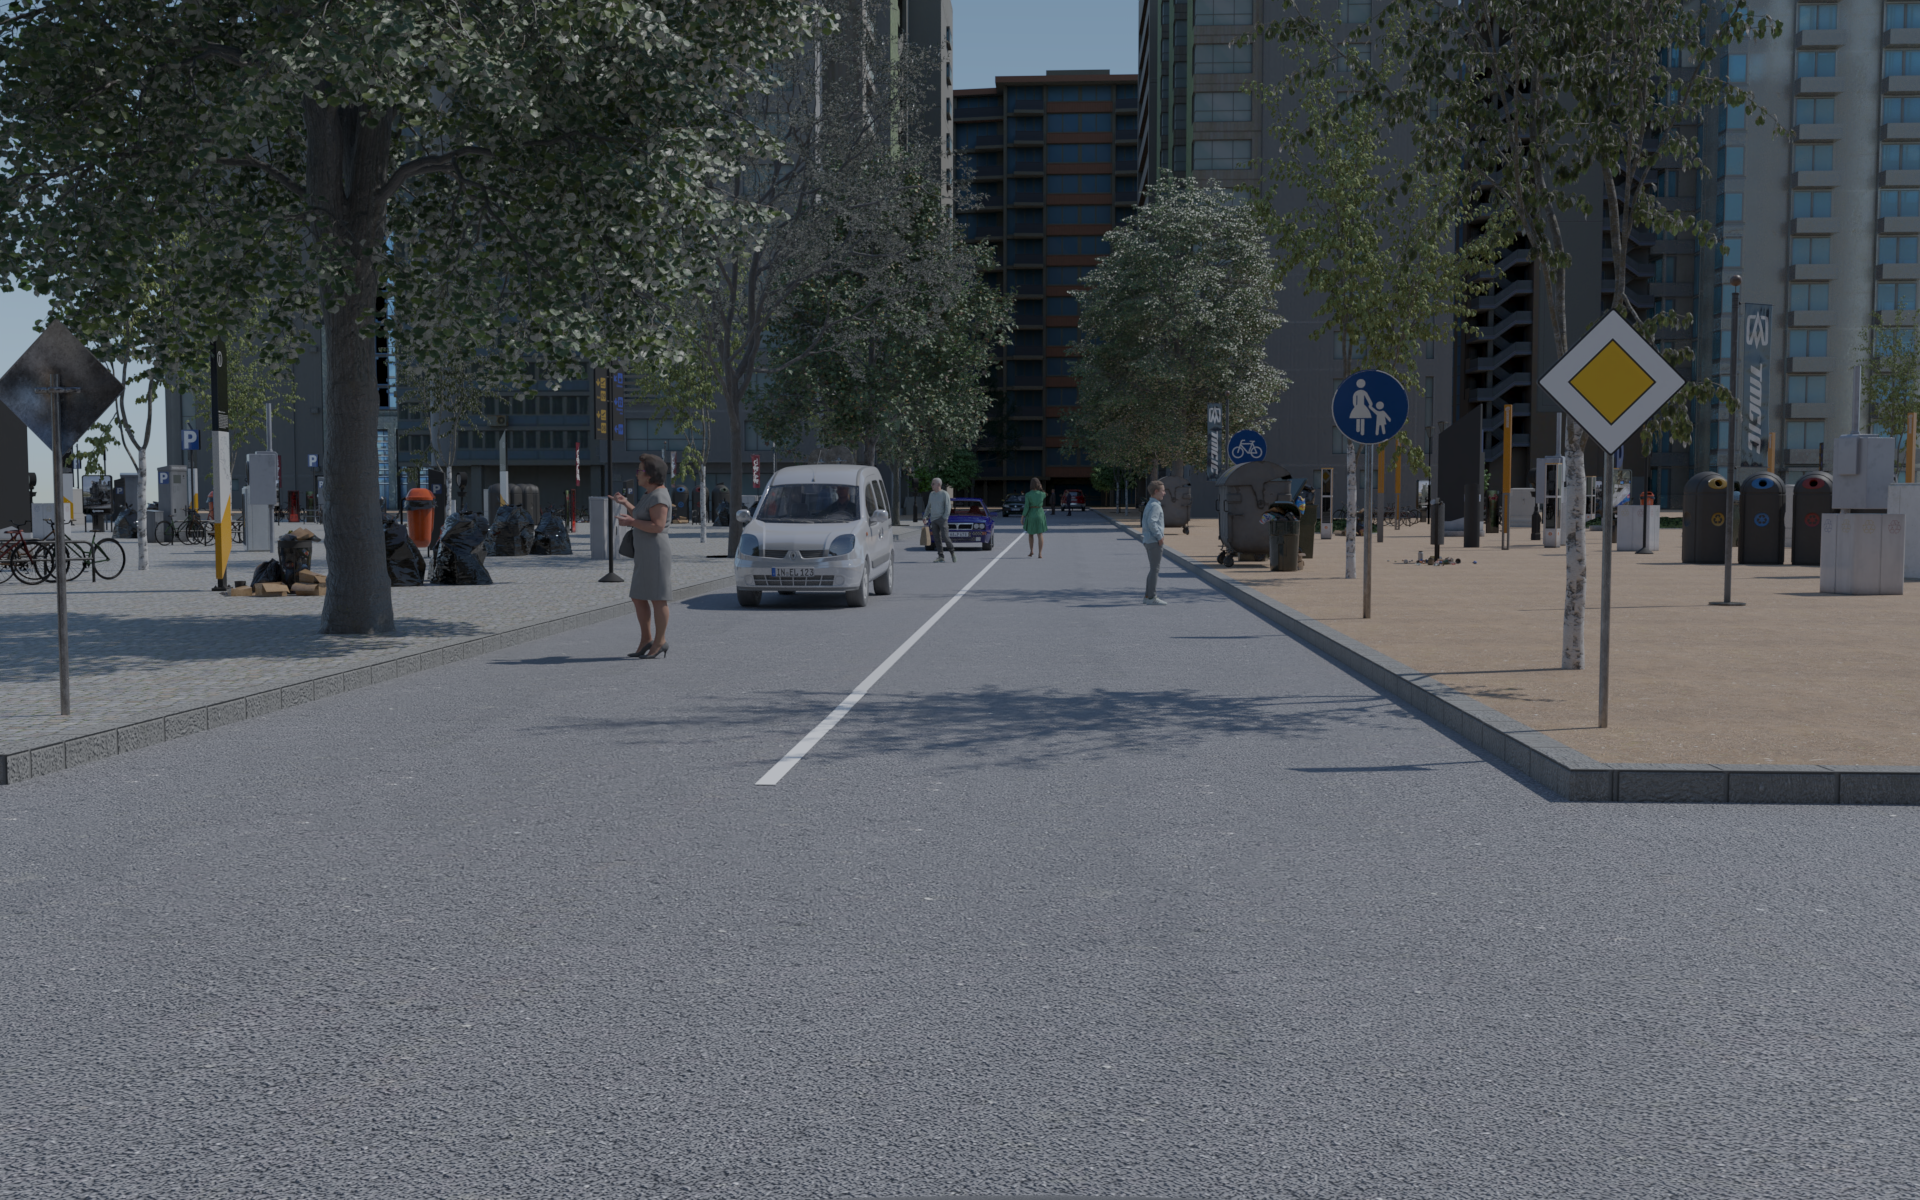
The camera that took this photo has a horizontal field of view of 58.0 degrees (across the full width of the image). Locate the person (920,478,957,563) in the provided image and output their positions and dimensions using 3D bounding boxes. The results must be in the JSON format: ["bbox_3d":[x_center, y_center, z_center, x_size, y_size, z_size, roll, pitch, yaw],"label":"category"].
[{"bbox_3d":[-0.480,-1.674,36.350,0.782,1.767,0.515,3,4,38],"label":"person"}]

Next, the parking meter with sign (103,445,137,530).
[{"bbox_3d":[-29.587,-4.011,61.838,1.738,3.016,0.543,-2,4,-25],"label":"parking meter with sign"}]

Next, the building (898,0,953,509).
[{"bbox_3d":[-11.769,-32.059,147.858,21.600,48.544,21.300,0,4,3],"label":"building"}]

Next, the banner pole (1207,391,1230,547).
[{"bbox_3d":[6.285,-3.176,41.950,0.863,3.779,0.401,-2,4,-32],"label":"banner pole"}]

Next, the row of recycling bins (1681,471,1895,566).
[{"bbox_3d":[15.026,-1.490,31.467,3.534,1.692,1.069,2,4,26],"label":"row of recycling bins"}]

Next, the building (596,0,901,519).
[{"bbox_3d":[-10.844,-24.992,92.211,14.154,41.232,14.086,0,4,3],"label":"building"}]

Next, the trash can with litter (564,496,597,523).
[{"bbox_3d":[-16.662,-4.062,77.475,2.233,1.210,1.678,2,4,23],"label":"trash can with litter"}]

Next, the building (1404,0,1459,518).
[{"bbox_3d":[19.837,-25.389,98.701,14.154,41.232,14.086,0,4,3],"label":"building"}]

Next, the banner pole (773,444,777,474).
[{"bbox_3d":[-6.824,-4.516,63.861,0.401,3.779,0.863,0,4,3],"label":"banner pole"}]

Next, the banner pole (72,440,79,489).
[{"bbox_3d":[-40.536,-5.449,79.112,0.863,3.779,0.401,-2,4,-35],"label":"banner pole"}]

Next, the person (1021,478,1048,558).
[{"bbox_3d":[1.681,-1.835,38.743,0.600,1.795,0.529,-1,4,-17],"label":"person"}]

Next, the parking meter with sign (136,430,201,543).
[{"bbox_3d":[-20.988,-3.048,46.095,0.543,3.016,1.738,1,4,14],"label":"parking meter with sign"}]

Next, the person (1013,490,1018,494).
[{"bbox_3d":[4.558,-8.274,143.800,1.348,1.821,0.705,-1,4,-21],"label":"person"}]

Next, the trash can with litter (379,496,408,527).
[{"bbox_3d":[-22.248,-3.447,67.413,2.233,1.210,1.678,0,4,5],"label":"trash can with litter"}]

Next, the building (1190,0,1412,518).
[{"bbox_3d":[20.497,-26.248,112.746,14.154,41.232,14.086,0,4,3],"label":"building"}]

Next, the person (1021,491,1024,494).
[{"bbox_3d":[5.518,-8.914,155.030,0.721,1.735,1.217,1,4,23],"label":"person"}]

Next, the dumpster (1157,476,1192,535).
[{"bbox_3d":[6.722,-3.011,54.989,1.264,1.857,1.865,0,4,4],"label":"dumpster"}]

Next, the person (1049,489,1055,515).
[{"bbox_3d":[6.392,-6.773,119.797,0.434,1.755,0.990,0,4,-5],"label":"person"}]

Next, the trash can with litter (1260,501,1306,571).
[{"bbox_3d":[5.425,-1.076,28.983,0.624,1.170,1.055,1,4,23],"label":"trash can with litter"}]

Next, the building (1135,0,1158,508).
[{"bbox_3d":[25.906,-31.851,144.468,21.300,48.544,21.600,0,4,3],"label":"building"}]

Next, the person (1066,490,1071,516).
[{"bbox_3d":[7.095,-6.336,113.019,0.530,1.710,0.541,2,4,31],"label":"person"}]

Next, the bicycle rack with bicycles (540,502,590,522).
[{"bbox_3d":[-18.034,-4.086,80.192,2.925,0.926,2.852,2,4,27],"label":"bicycle rack with bicycles"}]

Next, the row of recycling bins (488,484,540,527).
[{"bbox_3d":[-17.712,-3.785,69.003,1.069,1.692,3.534,1,4,11],"label":"row of recycling bins"}]

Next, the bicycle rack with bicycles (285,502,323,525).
[{"bbox_3d":[-31.578,-4.099,80.398,2.852,0.926,2.925,2,4,27],"label":"bicycle rack with bicycles"}]

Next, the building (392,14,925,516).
[{"bbox_3d":[-18.921,-25.681,111.764,32.217,40.220,23.993,0,4,3],"label":"building"}]

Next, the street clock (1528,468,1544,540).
[{"bbox_3d":[15.971,-2.656,47.988,0.471,2.002,0.358,-2,4,-24],"label":"street clock"}]

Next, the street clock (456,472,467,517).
[{"bbox_3d":[-16.412,-3.212,57.086,0.358,2.002,0.471,-3,4,-36],"label":"street clock"}]

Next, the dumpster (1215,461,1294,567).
[{"bbox_3d":[5.252,-1.537,30.889,1.264,1.857,1.865,0,4,3],"label":"dumpster"}]

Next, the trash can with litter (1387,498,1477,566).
[{"bbox_3d":[8.641,-1.272,31.849,1.678,1.210,2.233,1,4,19],"label":"trash can with litter"}]

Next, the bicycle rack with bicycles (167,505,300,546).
[{"bbox_3d":[-18.770,-1.846,43.571,2.852,0.926,2.925,3,5,42],"label":"bicycle rack with bicycles"}]

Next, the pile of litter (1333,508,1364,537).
[{"bbox_3d":[11.993,-2.384,52.939,1.176,0.858,1.719,1,4,21],"label":"pile of litter"}]

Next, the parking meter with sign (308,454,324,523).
[{"bbox_3d":[-28.096,-4.933,76.907,0.543,3.016,1.738,1,4,21],"label":"parking meter with sign"}]

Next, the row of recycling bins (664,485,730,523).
[{"bbox_3d":[-12.008,-4.272,76.955,3.534,1.692,1.069,-1,4,-13],"label":"row of recycling bins"}]

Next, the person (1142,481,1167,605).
[{"bbox_3d":[2.516,-0.738,22.377,0.330,1.601,0.589,0,4,6],"label":"person"}]

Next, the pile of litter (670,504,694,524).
[{"bbox_3d":[-12.252,-3.715,74.706,1.719,0.858,1.176,-2,4,-25],"label":"pile of litter"}]

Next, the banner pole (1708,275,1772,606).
[{"bbox_3d":[9.068,-1.834,19.997,0.863,3.779,0.401,-2,4,-27],"label":"banner pole"}]

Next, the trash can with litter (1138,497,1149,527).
[{"bbox_3d":[7.400,-3.376,66.579,1.055,1.170,0.624,2,4,25],"label":"trash can with litter"}]

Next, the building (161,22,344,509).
[{"bbox_3d":[-60.759,-28.761,153.843,14.086,41.232,14.154,0,4,3],"label":"building"}]

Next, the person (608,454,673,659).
[{"bbox_3d":[-2.798,-0.383,15.116,0.532,1.782,0.716,-1,4,-22],"label":"person"}]

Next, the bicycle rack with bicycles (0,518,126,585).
[{"bbox_3d":[-13.630,-0.718,25.117,2.852,0.926,2.925,3,5,43],"label":"bicycle rack with bicycles"}]

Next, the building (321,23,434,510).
[{"bbox_3d":[-38.094,-51.033,147.059,31.000,86.520,22.319,0,4,3],"label":"building"}]

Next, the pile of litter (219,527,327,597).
[{"bbox_3d":[-8.494,-0.493,22.023,1.719,0.858,1.176,1,4,13],"label":"pile of litter"}]

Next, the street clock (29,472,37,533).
[{"bbox_3d":[-30.885,-3.244,57.615,0.471,2.002,0.358,3,5,44],"label":"street clock"}]

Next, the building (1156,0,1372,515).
[{"bbox_3d":[21.334,-27.106,126.780,14.154,41.232,14.086,0,4,3],"label":"building"}]

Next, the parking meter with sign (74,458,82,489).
[{"bbox_3d":[-41.643,-5.325,83.330,0.543,3.016,1.738,2,4,31],"label":"parking meter with sign"}]

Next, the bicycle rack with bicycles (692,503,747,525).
[{"bbox_3d":[-10.034,-3.597,72.198,2.852,0.926,2.925,0,4,-2],"label":"bicycle rack with bicycles"}]

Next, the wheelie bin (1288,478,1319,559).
[{"bbox_3d":[6.719,-1.630,34.567,0.693,1.594,0.980,-1,4,-21],"label":"wheelie bin"}]

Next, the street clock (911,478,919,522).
[{"bbox_3d":[-2.025,-4.512,78.336,0.358,2.002,0.471,-1,4,-14],"label":"street clock"}]

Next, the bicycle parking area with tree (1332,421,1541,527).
[{"bbox_3d":[19.275,-5.124,70.783,9.016,4.147,8.231,1,4,23],"label":"bicycle parking area with tree"}]

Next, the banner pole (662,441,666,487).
[{"bbox_3d":[-14.107,-5.663,82.605,0.401,3.779,0.863,-2,4,-24],"label":"banner pole"}]
